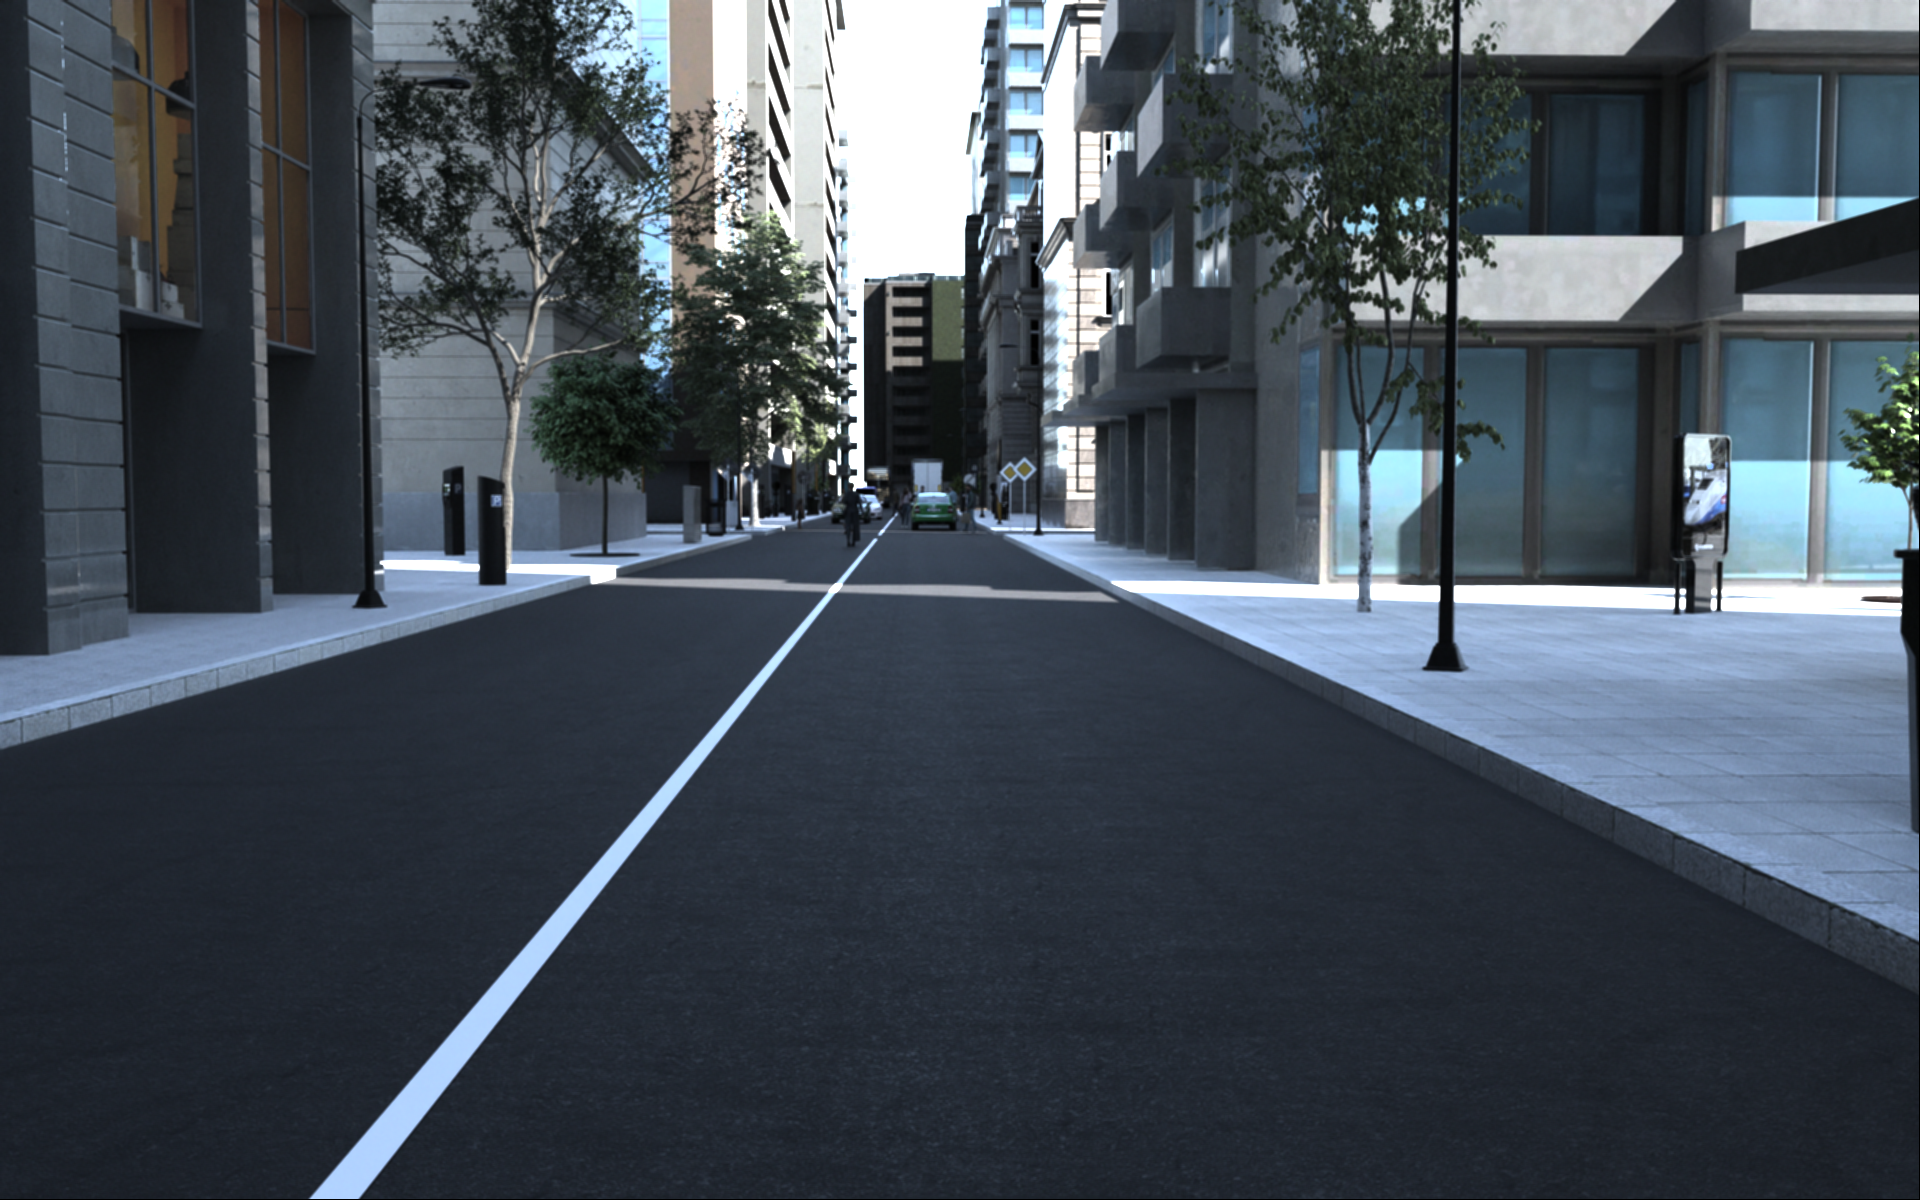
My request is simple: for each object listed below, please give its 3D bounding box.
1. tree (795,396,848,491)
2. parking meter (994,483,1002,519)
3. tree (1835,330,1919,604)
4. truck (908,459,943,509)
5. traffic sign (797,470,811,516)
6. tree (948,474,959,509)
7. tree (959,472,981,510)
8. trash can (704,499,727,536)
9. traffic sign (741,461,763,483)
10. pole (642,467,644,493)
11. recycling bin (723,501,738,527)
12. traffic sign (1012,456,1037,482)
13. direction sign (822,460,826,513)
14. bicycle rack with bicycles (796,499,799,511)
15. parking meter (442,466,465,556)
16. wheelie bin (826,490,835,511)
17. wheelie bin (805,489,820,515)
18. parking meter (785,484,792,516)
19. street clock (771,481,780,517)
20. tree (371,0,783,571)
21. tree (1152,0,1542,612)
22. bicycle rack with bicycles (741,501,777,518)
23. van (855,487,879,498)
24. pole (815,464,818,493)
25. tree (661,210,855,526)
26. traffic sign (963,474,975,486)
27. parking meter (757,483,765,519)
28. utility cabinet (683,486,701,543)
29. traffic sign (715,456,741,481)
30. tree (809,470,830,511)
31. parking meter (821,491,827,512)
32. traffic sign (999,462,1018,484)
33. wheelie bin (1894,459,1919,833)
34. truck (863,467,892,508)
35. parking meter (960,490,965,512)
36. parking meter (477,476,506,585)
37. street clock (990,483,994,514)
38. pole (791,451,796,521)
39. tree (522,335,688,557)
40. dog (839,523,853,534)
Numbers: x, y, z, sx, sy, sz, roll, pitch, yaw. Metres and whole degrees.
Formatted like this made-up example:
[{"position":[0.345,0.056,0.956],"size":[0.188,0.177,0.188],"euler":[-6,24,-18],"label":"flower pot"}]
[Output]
[{"position":[-9.960,-10.707,125.423],"size":[4.737,8.622,4.395],"euler":[0,3,0],"label":"tree"},{"position":[1.966,-5.035,88.029],"size":[0.399,1.863,0.255],"euler":[2,4,35],"label":"parking meter"},{"position":[11.291,-1.593,20.655],"size":[1.663,3.219,1.824],"euler":[0,3,0],"label":"tree"},{"position":[-2.859,-9.575,145.464],"size":[2.839,4.237,11.283],"euler":[0,4,-3],"label":"truck"},{"position":[-8.313,-5.638,92.294],"size":[0.768,2.556,0.104],"euler":[0,4,2],"label":"traffic sign"},{"position":[0.023,-9.510,150.094],"size":[1.663,3.219,1.824],"euler":[0,3,0],"label":"tree"},{"position":[1.354,-8.872,139.655],"size":[1.663,3.219,1.824],"euler":[0,3,0],"label":"tree"},{"position":[-7.447,-2.519,52.835],"size":[0.748,1.137,0.748],"euler":[0,3,0],"label":"trash can"},{"position":[-7.387,-3.625,61.456],"size":[0.795,2.593,0.064],"euler":[0,4,-2],"label":"traffic sign"},{"position":[-13.161,-4.757,71.616],"size":[0.158,3.312,0.155],"euler":[0,3,0],"label":"pole"},{"position":[-8.837,-3.318,66.808],"size":[0.722,1.027,0.722],"euler":[0,4,-3],"label":"recycling bin"},{"position":[2.020,-3.151,53.702],"size":[0.795,2.593,0.064],"euler":[0,4,-2],"label":"traffic sign"},{"position":[-9.003,-7.497,114.574],"size":[0.379,3.537,0.876],"euler":[1,4,8],"label":"direction sign"},{"position":[-12.144,-6.595,121.213],"size":[2.852,0.926,2.925],"euler":[1,4,14],"label":"bicycle rack with bicycles"},{"position":[-10.591,-1.867,36.229],"size":[0.255,1.863,0.399],"euler":[2,4,32],"label":"parking meter"},{"position":[-9.687,-7.349,128.059],"size":[0.693,1.594,0.980],"euler":[1,4,15],"label":"wheelie bin"},{"position":[-9.042,-5.999,105.992],"size":[0.693,1.594,0.980],"euler":[2,4,31],"label":"wheelie bin"},{"position":[-10.171,-5.925,102.581],"size":[0.399,1.863,0.255],"euler":[-2,4,-24],"label":"parking meter"},{"position":[-10.385,-5.697,97.722],"size":[0.358,2.002,0.471],"euler":[3,5,40],"label":"street clock"},{"position":[-7.400,-5.748,28.391],"size":[7.601,10.594,8.767],"euler":[3,5,39],"label":"tree"},{"position":[4.289,-4.163,18.430],"size":[4.737,8.622,4.395],"euler":[0,3,0],"label":"tree"},{"position":[-11.061,-5.006,95.226],"size":[2.852,0.926,2.925],"euler":[1,4,16],"label":"bicycle rack with bicycles"},{"position":[-7.828,-8.517,143.630],"size":[2.240,2.365,5.245],"euler":[0,4,-1],"label":"van"},{"position":[-9.654,-7.508,116.602],"size":[0.158,3.312,0.155],"euler":[0,3,0],"label":"pole"},{"position":[-8.075,-9.226,68.977],"size":[7.486,12.596,7.792],"euler":[0,3,0],"label":"tree"},{"position":[0.598,-6.712,109.847],"size":[0.768,2.556,0.104],"euler":[0,4,4],"label":"traffic sign"},{"position":[-10.274,-5.103,89.138],"size":[0.399,1.863,0.255],"euler":[3,4,38],"label":"parking meter"},{"position":[-7.047,-2.262,45.658],"size":[0.318,1.500,1.173],"euler":[0,4,0],"label":"utility cabinet"},{"position":[-7.171,-3.137,53.474],"size":[0.795,2.593,0.064],"euler":[0,4,-2],"label":"traffic sign"},{"position":[-10.928,-8.564,134.629],"size":[1.663,3.219,1.824],"euler":[0,3,0],"label":"tree"},{"position":[-9.620,-6.985,122.616],"size":[0.372,1.533,0.369],"euler":[0,3,0],"label":"parking meter"},{"position":[1.804,-3.639,61.684],"size":[0.795,2.593,0.064],"euler":[0,4,-2],"label":"traffic sign"},{"position":[3.938,0.093,6.382],"size":[0.693,1.594,0.980],"euler":[-2,4,-26],"label":"wheelie bin"},{"position":[-8.470,-11.654,179.455],"size":[2.839,4.237,11.283],"euler":[0,4,-2],"label":"truck"},{"position":[0.183,-6.920,121.559],"size":[0.372,1.533,0.369],"euler":[0,3,0],"label":"parking meter"},{"position":[-6.617,-0.983,24.481],"size":[0.372,1.533,0.369],"euler":[0,3,0],"label":"parking meter"},{"position":[2.173,-6.620,112.815],"size":[0.471,2.002,0.358],"euler":[0,4,6],"label":"street clock"},{"position":[-7.887,-5.398,82.104],"size":[0.158,3.312,0.155],"euler":[0,3,0],"label":"pole"},{"position":[-7.364,-3.190,35.877],"size":[4.285,4.588,4.351],"euler":[0,3,0],"label":"tree"},{"position":[-3.946,-2.534,61.625],"size":[0.550,0.427,0.748],"euler":[-3,4,-36],"label":"dog"}]
